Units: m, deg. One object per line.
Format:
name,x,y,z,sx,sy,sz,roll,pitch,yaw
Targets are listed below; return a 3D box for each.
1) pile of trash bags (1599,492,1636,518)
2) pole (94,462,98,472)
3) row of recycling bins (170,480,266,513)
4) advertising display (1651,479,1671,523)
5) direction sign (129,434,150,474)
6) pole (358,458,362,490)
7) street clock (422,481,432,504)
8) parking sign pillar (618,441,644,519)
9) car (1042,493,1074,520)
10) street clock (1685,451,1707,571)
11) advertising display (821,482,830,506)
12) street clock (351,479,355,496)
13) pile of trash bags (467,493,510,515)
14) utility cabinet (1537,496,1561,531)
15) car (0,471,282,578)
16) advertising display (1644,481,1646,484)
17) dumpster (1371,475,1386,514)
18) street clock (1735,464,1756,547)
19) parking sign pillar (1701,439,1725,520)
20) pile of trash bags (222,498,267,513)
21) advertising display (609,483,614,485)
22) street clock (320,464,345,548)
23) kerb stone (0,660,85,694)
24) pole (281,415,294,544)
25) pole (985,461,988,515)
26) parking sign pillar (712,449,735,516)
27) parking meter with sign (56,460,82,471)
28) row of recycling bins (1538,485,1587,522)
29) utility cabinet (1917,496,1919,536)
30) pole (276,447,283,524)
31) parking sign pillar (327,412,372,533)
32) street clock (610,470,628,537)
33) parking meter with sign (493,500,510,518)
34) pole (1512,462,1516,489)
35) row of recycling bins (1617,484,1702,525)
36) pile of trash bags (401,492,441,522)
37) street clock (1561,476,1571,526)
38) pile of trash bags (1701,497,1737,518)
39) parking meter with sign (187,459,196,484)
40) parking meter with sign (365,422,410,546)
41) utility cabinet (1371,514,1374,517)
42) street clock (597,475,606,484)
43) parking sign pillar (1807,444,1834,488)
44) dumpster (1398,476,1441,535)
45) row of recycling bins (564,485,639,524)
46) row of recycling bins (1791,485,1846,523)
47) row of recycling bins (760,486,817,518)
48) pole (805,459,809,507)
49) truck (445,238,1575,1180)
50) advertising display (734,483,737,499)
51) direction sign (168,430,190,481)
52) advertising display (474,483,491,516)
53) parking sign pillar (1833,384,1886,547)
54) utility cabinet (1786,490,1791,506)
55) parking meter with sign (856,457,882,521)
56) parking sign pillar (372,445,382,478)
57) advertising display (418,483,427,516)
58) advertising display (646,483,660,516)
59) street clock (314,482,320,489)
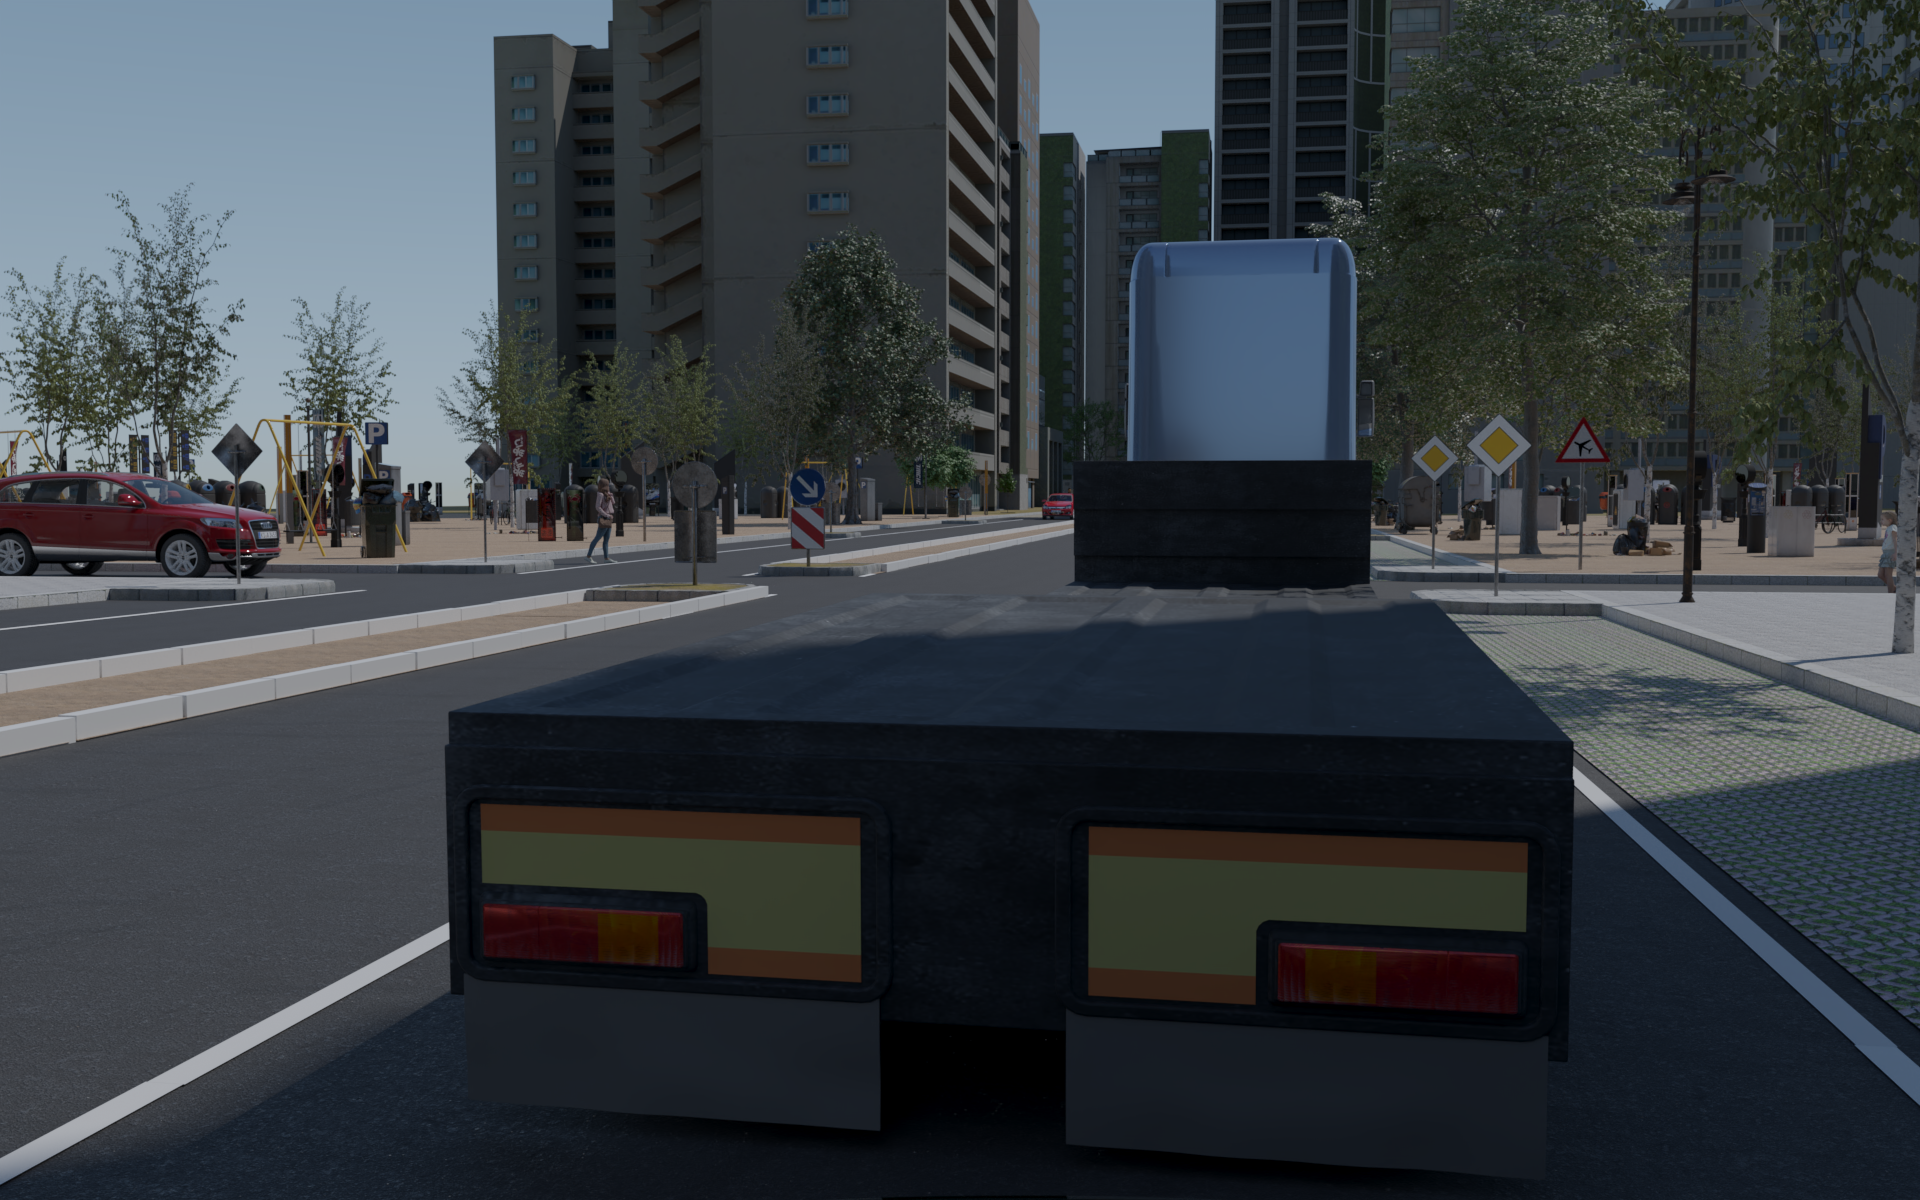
pile of trash bags,36.388,-5.159,94.107,3.447,1.369,1.912,0,4,-7
pole,-54.169,-7.020,108.623,0.158,3.312,0.155,0,3,0
row of recycling bins,-22.452,-2.748,52.044,1.069,1.692,3.534,2,4,27
advertising display,30.840,-4.348,76.299,0.974,1.923,0.123,-1,4,-17
direction sign,-31.264,-4.529,66.046,0.379,3.537,0.876,2,4,26
pole,-33.904,-6.367,97.935,0.158,3.312,0.155,0,3,0
street clock,-28.788,-5.449,93.668,0.471,2.002,0.358,0,4,1
parking sign pillar,-16.738,-6.100,88.199,1.447,3.967,1.447,-3,4,-37
car,5.743,-5.415,97.579,2.155,1.783,4.494,1,4,12
street clock,12.347,-1.498,29.061,0.358,2.002,0.471,1,4,11
advertising display,-7.427,-5.570,96.290,0.123,1.923,0.974,-3,4,-36
street clock,-26.404,-4.301,74.898,0.358,2.002,0.471,2,4,32
pile of trash bags,-28.670,-5.825,104.987,3.447,1.369,1.912,2,4,35
utility cabinet,20.650,-3.056,61.134,1.020,1.237,0.306,3,5,43
car,-14.286,-1.287,29.710,5.304,1.827,2.281,1,4,9
advertising display,33.152,-4.771,83.219,0.123,1.923,0.974,-1,4,-15
dumpster,19.269,-4.845,81.712,1.502,2.255,1.985,1,4,10
street clock,19.135,-2.304,42.237,0.358,2.002,0.471,-1,4,-15
parking sign pillar,37.290,-5.956,85.853,1.447,3.967,1.447,-3,5,-43
pile of trash bags,-39.355,-5.247,95.536,1.912,1.369,3.447,-1,4,-12
advertising display,-19.234,-5.605,96.857,0.974,1.923,0.123,-3,4,-38
street clock,-14.973,-2.260,41.521,0.358,2.002,0.471,1,4,15
kerb stone,-6.802,0.568,12.917,0.120,0.150,1.000,1,4,10
pole,-17.267,-3.101,44.543,0.158,3.312,0.155,0,3,0
pole,1.598,-6.817,105.305,0.158,3.312,0.155,0,3,0
parking sign pillar,-13.983,-6.976,102.533,1.447,3.967,1.447,-2,4,-24
parking meter with sign,-45.811,-5.723,89.840,1.738,3.016,0.543,-1,4,-17
row of recycling bins,27.956,-4.545,81.425,1.069,1.692,3.534,-2,4,-31
utility cabinet,29.177,-2.525,52.450,1.020,1.237,0.306,2,4,33
pole,-29.159,-4.919,74.264,0.158,3.312,0.155,0,3,0
parking sign pillar,-20.488,-4.225,57.551,1.447,3.967,1.447,-1,4,-23
street clock,-10.243,-2.906,52.090,0.471,2.002,0.358,-3,5,-41
parking meter with sign,-24.395,-5.861,92.082,0.543,3.016,1.738,-3,5,-45
pole,26.936,-5.529,84.244,0.158,3.312,0.155,0,3,0
row of recycling bins,29.290,-4.023,72.888,3.534,1.692,1.069,1,4,21
pile of trash bags,-25.637,-4.259,79.379,1.912,1.369,3.447,2,4,32
street clock,24.587,-4.020,70.301,0.358,2.002,0.471,3,5,40
pile of trash bags,41.963,-5.231,95.272,3.447,1.369,1.912,-1,4,-20
parking meter with sign,-37.922,-5.461,85.550,0.543,3.016,1.738,-2,4,-33
parking meter with sign,-14.103,-2.848,42.825,0.543,3.016,1.738,0,4,1
utility cabinet,22.576,-5.332,95.864,0.318,1.500,1.173,0,4,-4
street clock,-13.853,-3.820,67.032,0.358,2.002,0.471,-2,4,-28
parking sign pillar,44.034,-6.119,88.519,1.447,3.967,1.447,0,4,7
dumpster,14.750,-3.048,55.589,1.264,1.857,1.865,1,4,10
row of recycling bins,-15.680,-4.211,75.969,3.534,1.692,1.069,-3,5,-42
row of recycling bins,39.167,-4.359,78.379,3.534,1.692,1.069,-1,4,-20
row of recycling bins,-9.105,-5.233,92.672,3.534,1.692,1.069,-3,5,-43
pole,-7.748,-5.745,87.769,0.158,3.312,0.155,0,3,0
truck,1.848,-1.406,12.746,2.967,4.110,18.799,1,4,11
advertising display,-13.067,-5.730,98.907,0.123,1.923,0.974,2,4,30
direction sign,-27.552,-4.231,61.175,0.379,3.537,0.876,1,4,22
advertising display,-27.364,-5.754,99.294,0.974,1.923,0.123,-3,4,-36
parking sign pillar,22.601,-3.330,42.920,1.447,3.967,1.447,2,4,33
utility cabinet,44.950,-5.164,93.117,1.173,1.500,0.318,-2,4,-24
parking meter with sign,-4.345,-5.243,81.988,0.543,3.016,1.738,2,4,33
parking sign pillar,-25.165,-5.243,74.203,1.447,3.967,1.447,0,4,1
advertising display,-30.861,-5.771,99.563,0.123,1.923,0.974,0,4,8
advertising display,-18.061,-5.894,101.573,0.974,1.923,0.123,-3,4,-39
street clock,-34.036,-5.337,91.827,0.471,2.002,0.358,1,4,10
